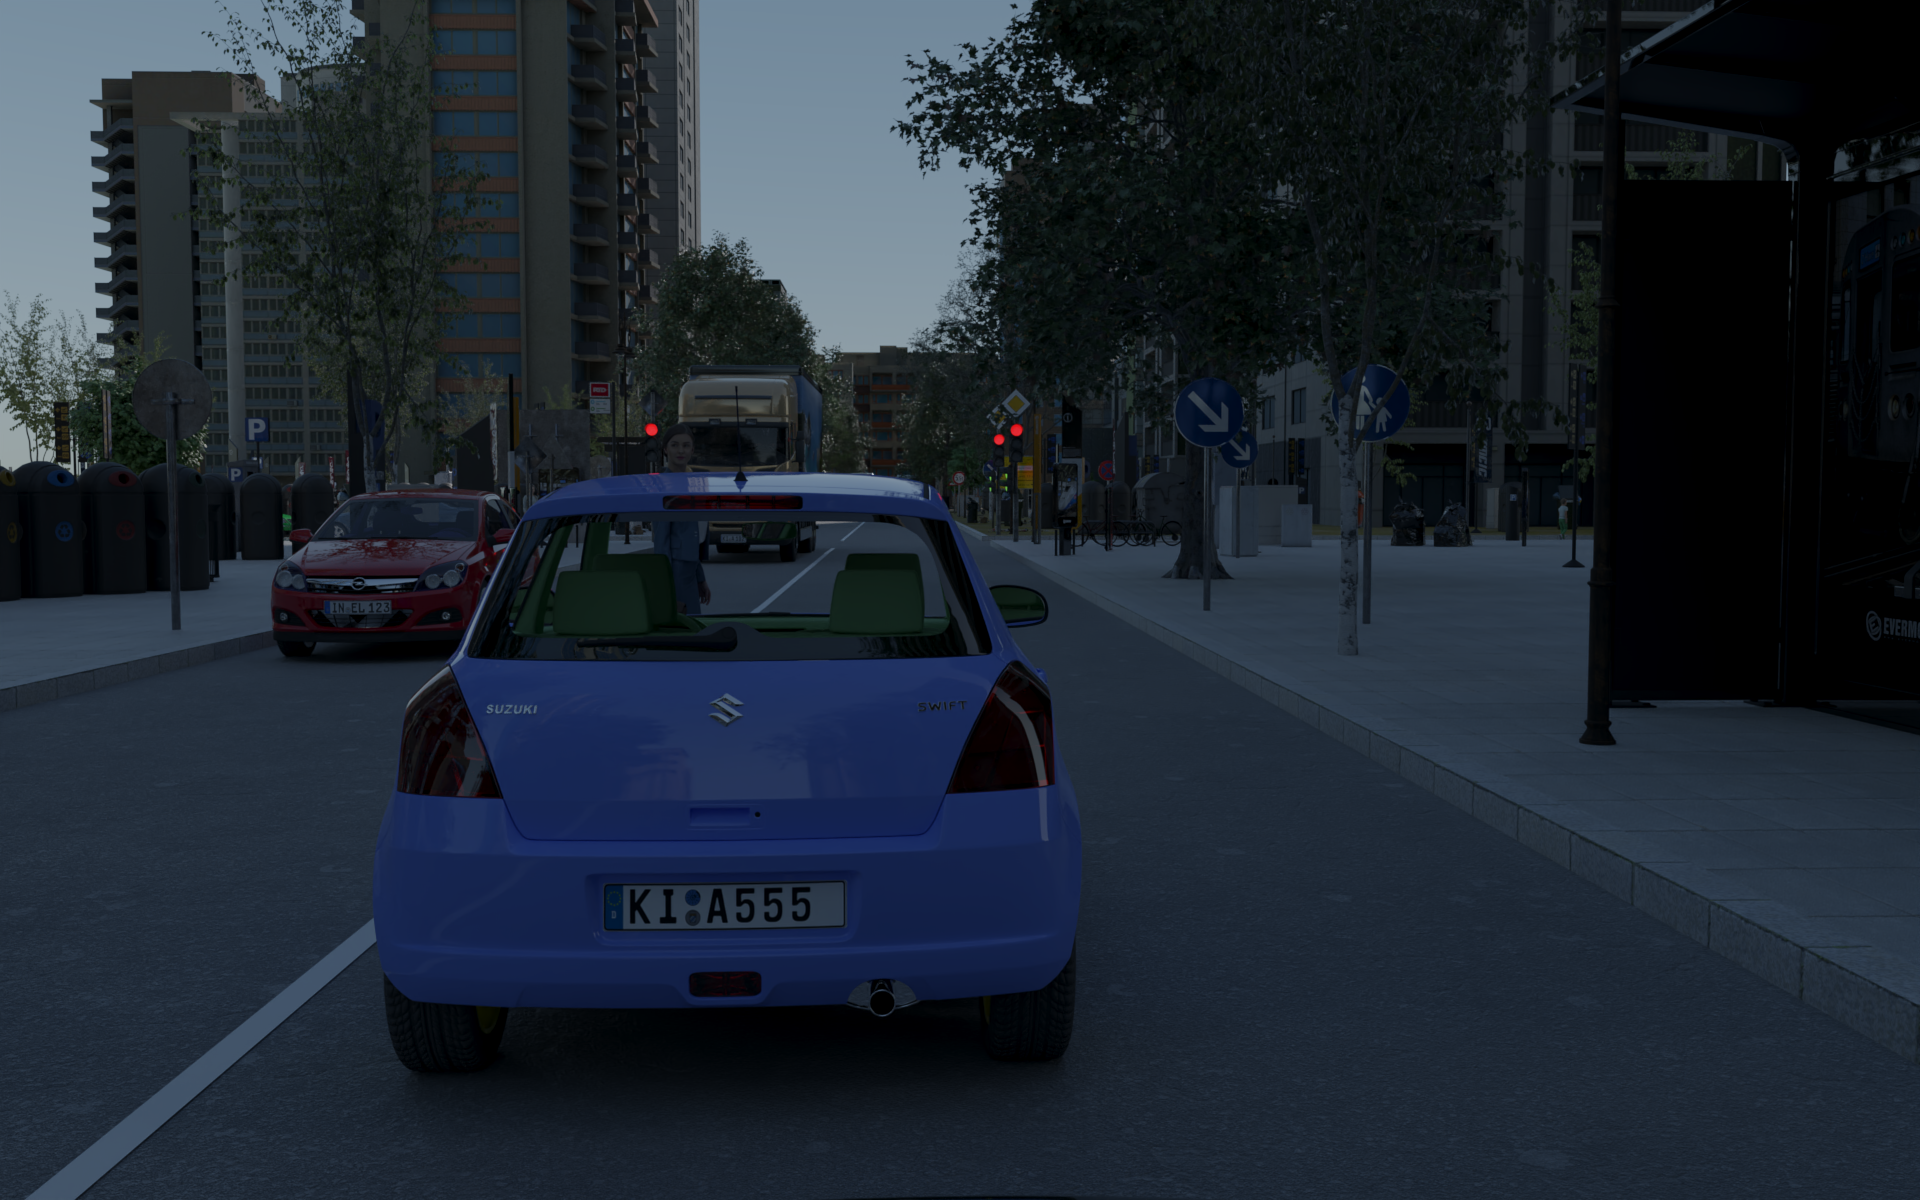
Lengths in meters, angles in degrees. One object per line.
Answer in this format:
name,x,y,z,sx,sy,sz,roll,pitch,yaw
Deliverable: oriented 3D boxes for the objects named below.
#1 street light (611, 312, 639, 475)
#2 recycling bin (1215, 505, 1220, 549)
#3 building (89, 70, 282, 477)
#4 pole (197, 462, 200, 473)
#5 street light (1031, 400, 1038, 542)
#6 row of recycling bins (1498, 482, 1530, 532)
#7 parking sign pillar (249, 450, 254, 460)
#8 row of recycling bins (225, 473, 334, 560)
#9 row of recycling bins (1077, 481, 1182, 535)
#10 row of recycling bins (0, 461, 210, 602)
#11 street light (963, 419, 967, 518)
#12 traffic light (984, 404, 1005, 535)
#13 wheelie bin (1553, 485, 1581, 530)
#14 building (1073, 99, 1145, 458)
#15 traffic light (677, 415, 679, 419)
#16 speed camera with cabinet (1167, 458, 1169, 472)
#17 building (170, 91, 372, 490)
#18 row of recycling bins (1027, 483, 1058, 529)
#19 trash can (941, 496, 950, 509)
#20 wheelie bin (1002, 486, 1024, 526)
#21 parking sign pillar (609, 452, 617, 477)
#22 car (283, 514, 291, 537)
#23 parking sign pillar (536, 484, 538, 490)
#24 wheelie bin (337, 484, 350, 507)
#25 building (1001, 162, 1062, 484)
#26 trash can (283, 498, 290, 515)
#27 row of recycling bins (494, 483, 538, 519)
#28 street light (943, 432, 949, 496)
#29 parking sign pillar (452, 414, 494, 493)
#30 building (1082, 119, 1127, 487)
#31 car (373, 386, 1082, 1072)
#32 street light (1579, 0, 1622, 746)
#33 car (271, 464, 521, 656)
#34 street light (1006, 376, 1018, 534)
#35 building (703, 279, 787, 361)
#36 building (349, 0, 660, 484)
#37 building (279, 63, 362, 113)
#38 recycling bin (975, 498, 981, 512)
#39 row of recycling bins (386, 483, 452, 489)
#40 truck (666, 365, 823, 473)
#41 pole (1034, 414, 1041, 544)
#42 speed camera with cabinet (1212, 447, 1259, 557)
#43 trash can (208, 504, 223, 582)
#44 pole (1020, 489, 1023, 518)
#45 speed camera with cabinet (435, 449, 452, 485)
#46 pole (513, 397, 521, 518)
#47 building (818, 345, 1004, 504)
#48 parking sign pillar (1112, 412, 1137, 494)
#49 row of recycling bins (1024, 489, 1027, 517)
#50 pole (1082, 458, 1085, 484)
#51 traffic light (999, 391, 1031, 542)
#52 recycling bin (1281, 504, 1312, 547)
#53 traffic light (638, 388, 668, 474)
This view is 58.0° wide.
street light,-8.511,-4.363,44.123,0.468,5.910,1.993,0,4,-2
recycling bin,6.256,-1.728,40.802,0.722,1.027,0.722,2,4,33
building,-79.981,-32.467,180.947,14.200,45.320,14.600,0,4,-2
pole,-47.584,-7.002,108.333,0.158,3.312,0.155,0,3,0
street light,1.981,-4.481,46.050,0.468,5.910,1.993,0,4,-2
row of recycling bins,18.995,-3.203,59.481,1.069,1.692,3.534,1,4,17
parking sign pillar,-42.732,-7.072,104.093,1.447,3.967,1.447,-1,4,-11
row of recycling bins,-14.099,-1.639,33.918,3.534,1.692,1.069,-1,4,-12
row of recycling bins,5.470,-2.943,55.231,3.534,1.692,1.069,-1,4,-20
row of recycling bins,-11.191,-0.907,21.949,1.069,1.692,3.534,2,4,28
street light,0.265,-7.323,92.516,0.468,5.910,1.993,0,4,-2
traffic light,1.192,-4.003,54.377,0.839,4.253,0.868,0,4,-2
wheelie bin,21.943,-3.351,62.692,0.980,1.594,0.693,0,4,5
building,18.343,-30.663,184.937,14.154,41.232,14.086,0,4,-2
traffic light,-8.413,-3.982,54.018,0.839,4.253,0.868,0,4,-2
speed camera with cabinet,11.340,-6.174,95.286,0.660,3.252,2.038,2,4,31
building,-60.166,-29.433,173.110,23.993,40.220,32.217,0,4,-2
row of recycling bins,4.371,-3.432,63.230,3.534,1.692,1.069,2,4,29
trash can,-1.055,-6.820,123.161,0.748,1.137,0.748,0,3,0
wheelie bin,2.066,-3.726,68.836,0.693,1.594,0.980,3,5,40
parking sign pillar,-20.418,-6.949,102.093,1.447,3.967,1.447,-3,5,-41
car,-21.402,-2.498,49.643,4.718,1.807,1.959,0,4,-4
parking sign pillar,-26.144,-7.216,106.453,1.447,3.967,1.447,-3,5,-45
wheelie bin,-18.945,-2.815,53.932,0.693,1.594,0.980,2,4,29
building,12.701,-35.689,233.617,14.200,45.320,14.600,0,4,-2
trash can,-24.695,-3.133,62.870,0.748,1.137,0.748,0,3,0
row of recycling bins,-15.551,-3.278,60.716,3.534,1.692,1.069,1,4,13
street light,-1.008,-9.542,128.799,0.468,5.910,1.993,0,4,-2
parking sign pillar,-15.993,-4.184,56.874,1.447,3.967,1.447,-3,5,-41
building,23.001,-51.898,161.206,22.319,86.520,31.000,0,4,-2
car,-0.635,0.242,5.638,1.945,1.707,3.694,0,4,-4
street light,3.283,-2.199,8.739,0.468,5.910,1.993,0,4,-2
car,-5.200,-0.467,16.679,2.155,1.783,4.494,0,4,-4
street light,1.647,-5.038,55.159,0.468,5.910,1.993,0,4,-2
building,-30.384,-28.208,232.908,14.107,30.474,14.160,0,4,-2
building,-36.759,-29.815,142.093,22.147,44.769,28.867,0,4,-2
building,-75.660,-42.366,234.689,28.212,58.520,21.231,0,4,-2
recycling bin,1.113,-7.022,127.363,0.722,1.027,0.722,1,4,13
row of recycling bins,-19.857,-3.429,63.180,3.534,1.692,1.069,1,4,22
truck,-4.712,-3.126,40.026,2.839,4.237,11.283,0,4,-1
pole,1.977,-3.080,44.194,0.158,3.312,0.155,0,3,0
speed camera with cabinet,5.707,-2.568,36.323,0.660,3.252,2.038,0,4,-8
trash can,-11.145,-0.833,25.269,0.748,1.137,0.748,0,3,0
pole,3.358,-6.103,93.620,0.158,3.312,0.155,0,3,0
speed camera with cabinet,-21.271,-4.765,72.240,0.660,3.252,2.038,0,4,5
pole,-9.355,-2.608,36.486,0.158,3.312,0.155,0,3,0
building,-9.111,-24.236,241.301,28.899,21.520,27.650,0,4,-2
parking sign pillar,5.450,-4.224,57.529,1.447,3.967,1.447,-1,4,-13
row of recycling bins,4.310,-5.463,96.431,1.069,1.692,3.534,-1,4,-22
pole,6.844,-6.288,96.659,0.158,3.312,0.155,0,3,0
traffic light,1.477,-3.515,46.397,0.839,4.253,0.868,0,4,-2
recycling bin,8.185,-1.806,42.082,0.722,1.027,0.722,1,4,11
traffic light,-8.127,-3.493,46.038,0.839,4.253,0.868,0,4,-2
